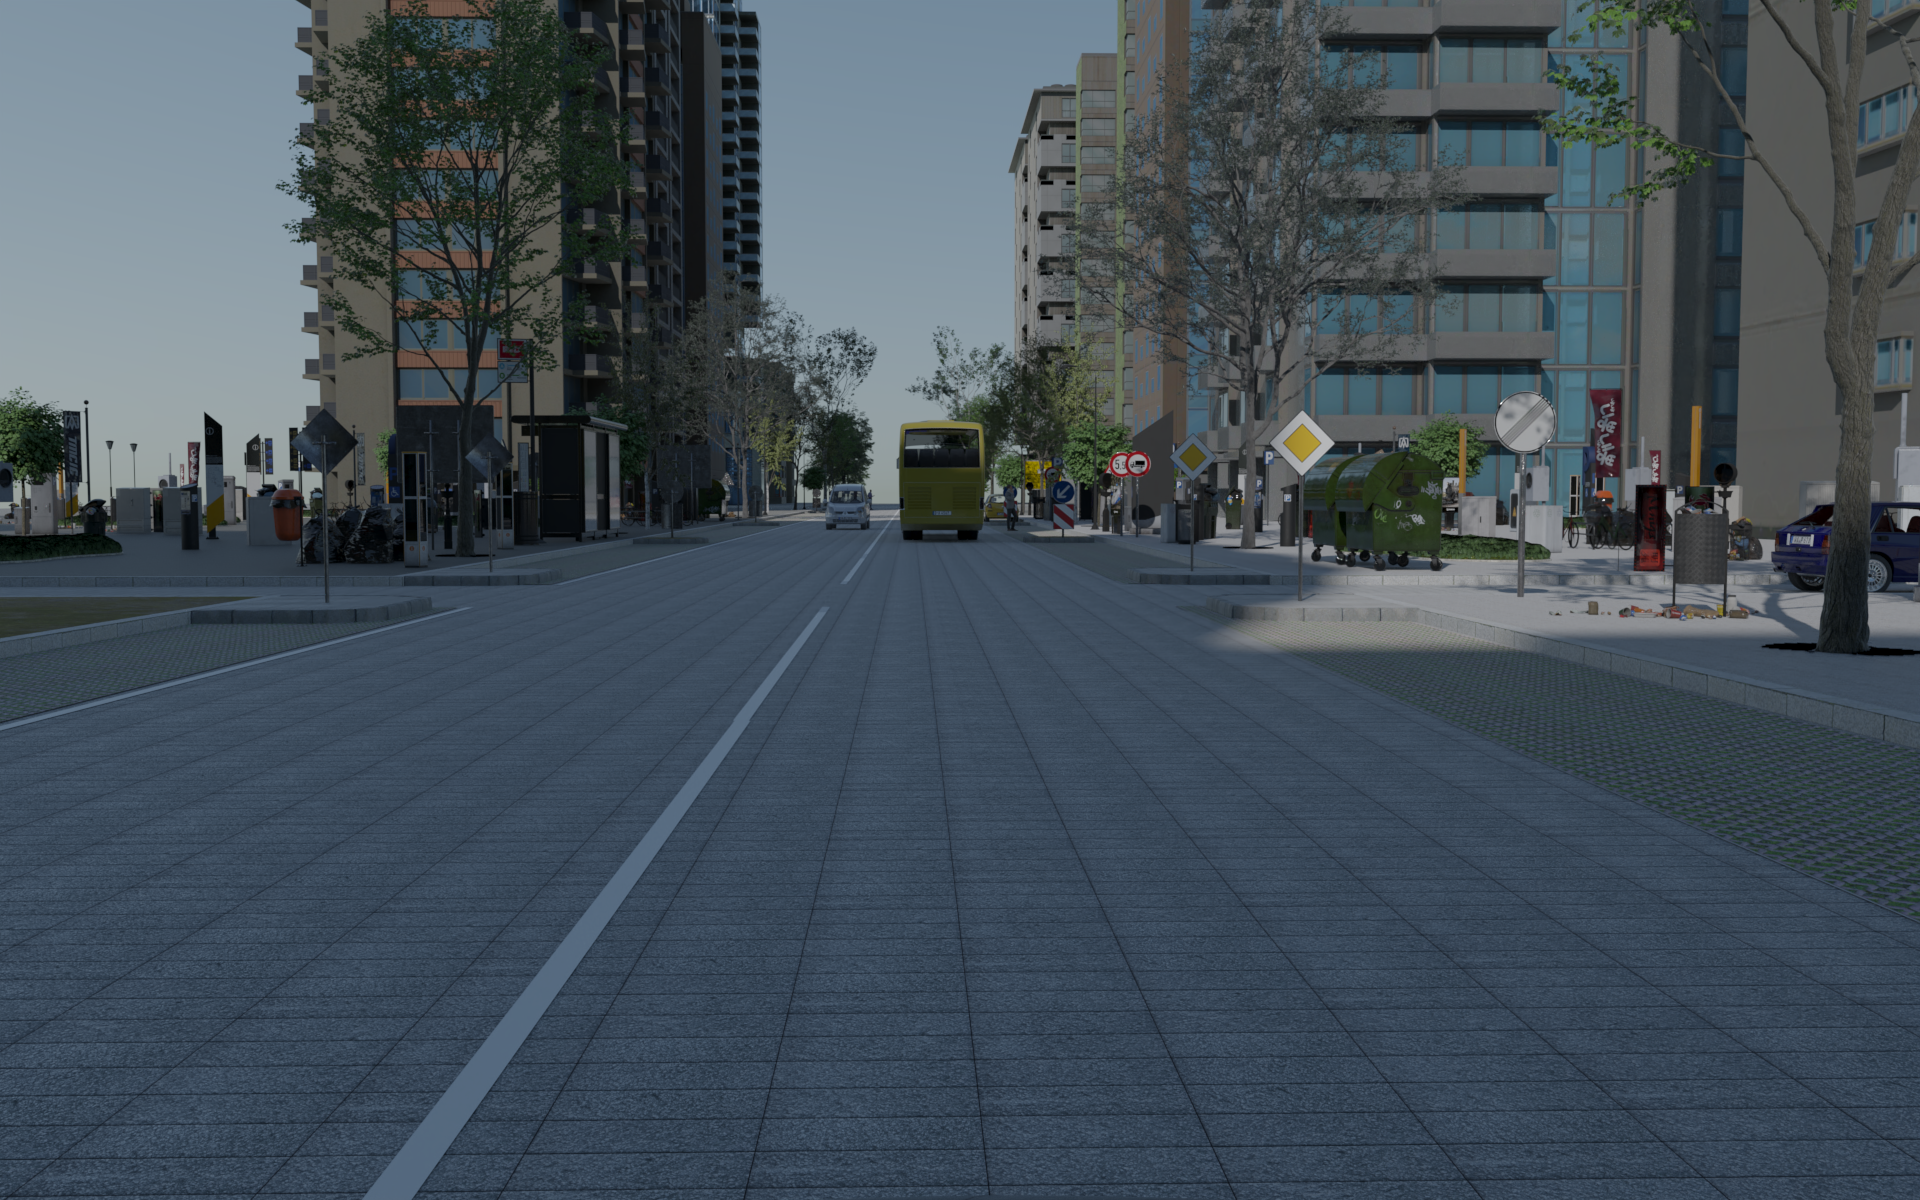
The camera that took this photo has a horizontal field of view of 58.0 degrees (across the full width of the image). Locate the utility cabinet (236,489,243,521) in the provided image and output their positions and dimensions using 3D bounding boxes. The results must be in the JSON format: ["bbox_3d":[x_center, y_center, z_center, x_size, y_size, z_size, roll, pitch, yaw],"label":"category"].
[{"bbox_3d":[-33.664,-4.346,79.734,1.173,1.500,0.318,-1,4,-20],"label":"utility cabinet"}]

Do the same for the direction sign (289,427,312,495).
[{"bbox_3d":[-22.363,-4.085,58.783,0.876,3.537,0.379,1,4,17],"label":"direction sign"}]

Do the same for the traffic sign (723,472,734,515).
[{"bbox_3d":[-13.720,-6.233,101.917,0.884,2.594,0.081,0,4,6],"label":"traffic sign"}]

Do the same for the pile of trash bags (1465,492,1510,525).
[{"bbox_3d":[21.336,-3.750,71.070,1.912,1.369,3.447,2,4,34],"label":"pile of trash bags"}]

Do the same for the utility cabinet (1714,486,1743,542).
[{"bbox_3d":[20.215,-2.297,46.227,1.173,1.500,0.318,3,5,41],"label":"utility cabinet"}]

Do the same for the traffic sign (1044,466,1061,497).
[{"bbox_3d":[4.251,-4.860,79.573,0.768,2.556,0.104,0,4,4],"label":"traffic sign"}]

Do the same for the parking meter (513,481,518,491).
[{"bbox_3d":[-20.055,-4.416,77.917,0.399,1.863,0.255,-2,4,-32],"label":"parking meter"}]

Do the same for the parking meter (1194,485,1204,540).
[{"bbox_3d":[6.597,-2.431,48.154,0.372,1.533,0.369,0,3,0],"label":"parking meter"}]

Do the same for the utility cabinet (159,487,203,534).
[{"bbox_3d":[-24.419,-2.796,54.392,1.173,1.500,0.318,1,4,11],"label":"utility cabinet"}]

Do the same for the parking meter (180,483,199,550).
[{"bbox_3d":[-17.791,-1.932,39.997,0.372,1.533,0.369,0,3,0],"label":"parking meter"}]

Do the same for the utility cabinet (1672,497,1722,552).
[{"bbox_3d":[16.127,-1.638,37.937,0.306,1.237,1.020,-2,4,-32],"label":"utility cabinet"}]

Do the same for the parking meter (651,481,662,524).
[{"bbox_3d":[-13.222,-4.266,75.462,0.399,1.863,0.255,1,4,11],"label":"parking meter"}]

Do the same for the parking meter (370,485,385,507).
[{"bbox_3d":[-15.951,-2.387,47.437,0.372,1.533,0.369,0,3,0],"label":"parking meter"}]

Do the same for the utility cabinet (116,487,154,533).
[{"bbox_3d":[-27.109,-2.942,56.786,1.173,1.500,0.318,1,4,21],"label":"utility cabinet"}]

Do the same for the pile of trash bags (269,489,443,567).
[{"bbox_3d":[-11.474,-1.366,32.086,1.912,1.369,3.447,1,4,17],"label":"pile of trash bags"}]

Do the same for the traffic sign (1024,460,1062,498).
[{"bbox_3d":[5.002,-6.753,104.283,2.265,3.308,0.079,0,4,1],"label":"traffic sign"}]

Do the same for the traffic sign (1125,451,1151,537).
[{"bbox_3d":[5.240,-3.123,51.173,0.768,2.556,0.104,0,4,-1],"label":"traffic sign"}]

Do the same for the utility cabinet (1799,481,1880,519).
[{"bbox_3d":[14.643,-1.235,28.866,1.173,1.500,0.318,0,4,3],"label":"utility cabinet"}]

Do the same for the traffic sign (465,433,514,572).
[{"bbox_3d":[-7.695,-1.512,28.369,0.795,2.450,0.064,0,4,-2],"label":"traffic sign"}]

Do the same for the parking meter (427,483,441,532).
[{"bbox_3d":[-18.014,-3.264,59.082,0.255,1.863,0.399,0,4,8],"label":"parking meter"}]

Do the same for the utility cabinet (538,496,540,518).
[{"bbox_3d":[-18.280,-3.891,74.783,1.020,1.237,0.306,-2,4,-29],"label":"utility cabinet"}]

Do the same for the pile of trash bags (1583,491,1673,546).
[{"bbox_3d":[16.864,-2.106,44.190,1.912,1.369,3.447,0,4,1],"label":"pile of trash bags"}]

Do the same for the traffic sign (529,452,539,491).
[{"bbox_3d":[-12.901,-3.221,52.761,0.768,2.556,0.104,0,4,1],"label":"traffic sign"}]

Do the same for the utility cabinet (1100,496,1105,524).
[{"bbox_3d":[6.153,-3.931,75.429,0.306,1.237,1.020,0,4,5],"label":"utility cabinet"}]

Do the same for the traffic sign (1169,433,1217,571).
[{"bbox_3d":[3.845,-1.531,28.674,0.795,2.450,0.064,0,4,-2],"label":"traffic sign"}]

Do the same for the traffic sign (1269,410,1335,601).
[{"bbox_3d":[4.071,-1.043,20.692,0.795,2.450,0.064,0,4,-2],"label":"traffic sign"}]

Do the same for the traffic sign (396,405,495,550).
[{"bbox_3d":[-11.768,-2.798,39.621,2.265,3.308,0.079,0,4,2],"label":"traffic sign"}]

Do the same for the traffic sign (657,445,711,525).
[{"bbox_3d":[-11.430,-4.765,71.781,2.265,3.308,0.079,0,4,3],"label":"traffic sign"}]

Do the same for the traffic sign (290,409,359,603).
[{"bbox_3d":[-7.469,-1.024,20.387,0.795,2.450,0.064,0,4,-2],"label":"traffic sign"}]

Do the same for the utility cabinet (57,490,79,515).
[{"bbox_3d":[-44.497,-4.734,86.077,0.318,1.500,1.173,3,5,43],"label":"utility cabinet"}]

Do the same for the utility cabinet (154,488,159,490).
[{"bbox_3d":[-29.233,-3.297,62.584,0.318,1.500,1.173,3,4,36],"label":"utility cabinet"}]

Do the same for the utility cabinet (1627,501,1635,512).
[{"bbox_3d":[26.211,-3.434,67.311,0.306,1.237,1.020,0,4,4],"label":"utility cabinet"}]

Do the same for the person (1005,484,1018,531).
[{"bbox_3d":[1.990,-3.561,66.898,0.473,1.802,0.592,3,5,40],"label":"person"}]

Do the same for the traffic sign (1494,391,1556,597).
[{"bbox_3d":[6.979,-1.308,21.484,0.768,2.556,0.104,0,4,1],"label":"traffic sign"}]

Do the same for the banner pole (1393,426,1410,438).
[{"bbox_3d":[16.155,-4.506,63.686,0.863,3.779,0.401,3,5,42],"label":"banner pole"}]

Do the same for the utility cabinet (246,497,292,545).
[{"bbox_3d":[-17.469,-1.994,43.769,1.020,1.237,0.306,-2,4,-35],"label":"utility cabinet"}]

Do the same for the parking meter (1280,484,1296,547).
[{"bbox_3d":[8.003,-2.071,42.265,0.372,1.533,0.369,0,3,0],"label":"parking meter"}]

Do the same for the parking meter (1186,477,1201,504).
[{"bbox_3d":[7.331,-2.954,54.015,0.255,1.863,0.399,-1,4,-12],"label":"parking meter"}]

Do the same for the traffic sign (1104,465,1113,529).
[{"bbox_3d":[5.575,-3.876,63.376,0.884,2.594,0.081,0,4,1],"label":"traffic sign"}]

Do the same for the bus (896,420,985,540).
[{"bbox_3d":[-0.694,-3.994,56.857,2.896,3.916,12.252,0,4,-2],"label":"bus"}]

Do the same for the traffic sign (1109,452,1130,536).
[{"bbox_3d":[4.912,-3.210,52.589,0.768,2.556,0.104,0,4,7],"label":"traffic sign"}]

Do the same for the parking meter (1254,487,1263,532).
[{"bbox_3d":[9.962,-3.033,57.995,0.372,1.533,0.369,0,3,0],"label":"parking meter"}]

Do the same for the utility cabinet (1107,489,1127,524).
[{"bbox_3d":[6.665,-3.988,73.889,0.318,1.500,1.173,-2,4,-34],"label":"utility cabinet"}]

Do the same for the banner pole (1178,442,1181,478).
[{"bbox_3d":[10.422,-5.640,82.223,0.401,3.779,0.863,0,4,-3],"label":"banner pole"}]

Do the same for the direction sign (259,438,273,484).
[{"bbox_3d":[-28.136,-4.769,69.975,0.876,3.537,0.379,1,4,11],"label":"direction sign"}]

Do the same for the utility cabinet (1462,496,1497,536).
[{"bbox_3d":[14.917,-2.365,49.825,0.306,1.237,1.020,-2,4,-33],"label":"utility cabinet"}]

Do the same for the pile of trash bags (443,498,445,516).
[{"bbox_3d":[-28.953,-5.243,95.471,1.912,1.369,3.447,-1,4,-11],"label":"pile of trash bags"}]

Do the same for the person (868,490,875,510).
[{"bbox_3d":[-7.987,-9.045,156.259,0.599,1.838,0.709,-3,5,-42],"label":"person"}]

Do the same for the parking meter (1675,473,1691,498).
[{"bbox_3d":[19.976,-2.578,47.865,0.255,1.863,0.399,-2,4,-29],"label":"parking meter"}]
